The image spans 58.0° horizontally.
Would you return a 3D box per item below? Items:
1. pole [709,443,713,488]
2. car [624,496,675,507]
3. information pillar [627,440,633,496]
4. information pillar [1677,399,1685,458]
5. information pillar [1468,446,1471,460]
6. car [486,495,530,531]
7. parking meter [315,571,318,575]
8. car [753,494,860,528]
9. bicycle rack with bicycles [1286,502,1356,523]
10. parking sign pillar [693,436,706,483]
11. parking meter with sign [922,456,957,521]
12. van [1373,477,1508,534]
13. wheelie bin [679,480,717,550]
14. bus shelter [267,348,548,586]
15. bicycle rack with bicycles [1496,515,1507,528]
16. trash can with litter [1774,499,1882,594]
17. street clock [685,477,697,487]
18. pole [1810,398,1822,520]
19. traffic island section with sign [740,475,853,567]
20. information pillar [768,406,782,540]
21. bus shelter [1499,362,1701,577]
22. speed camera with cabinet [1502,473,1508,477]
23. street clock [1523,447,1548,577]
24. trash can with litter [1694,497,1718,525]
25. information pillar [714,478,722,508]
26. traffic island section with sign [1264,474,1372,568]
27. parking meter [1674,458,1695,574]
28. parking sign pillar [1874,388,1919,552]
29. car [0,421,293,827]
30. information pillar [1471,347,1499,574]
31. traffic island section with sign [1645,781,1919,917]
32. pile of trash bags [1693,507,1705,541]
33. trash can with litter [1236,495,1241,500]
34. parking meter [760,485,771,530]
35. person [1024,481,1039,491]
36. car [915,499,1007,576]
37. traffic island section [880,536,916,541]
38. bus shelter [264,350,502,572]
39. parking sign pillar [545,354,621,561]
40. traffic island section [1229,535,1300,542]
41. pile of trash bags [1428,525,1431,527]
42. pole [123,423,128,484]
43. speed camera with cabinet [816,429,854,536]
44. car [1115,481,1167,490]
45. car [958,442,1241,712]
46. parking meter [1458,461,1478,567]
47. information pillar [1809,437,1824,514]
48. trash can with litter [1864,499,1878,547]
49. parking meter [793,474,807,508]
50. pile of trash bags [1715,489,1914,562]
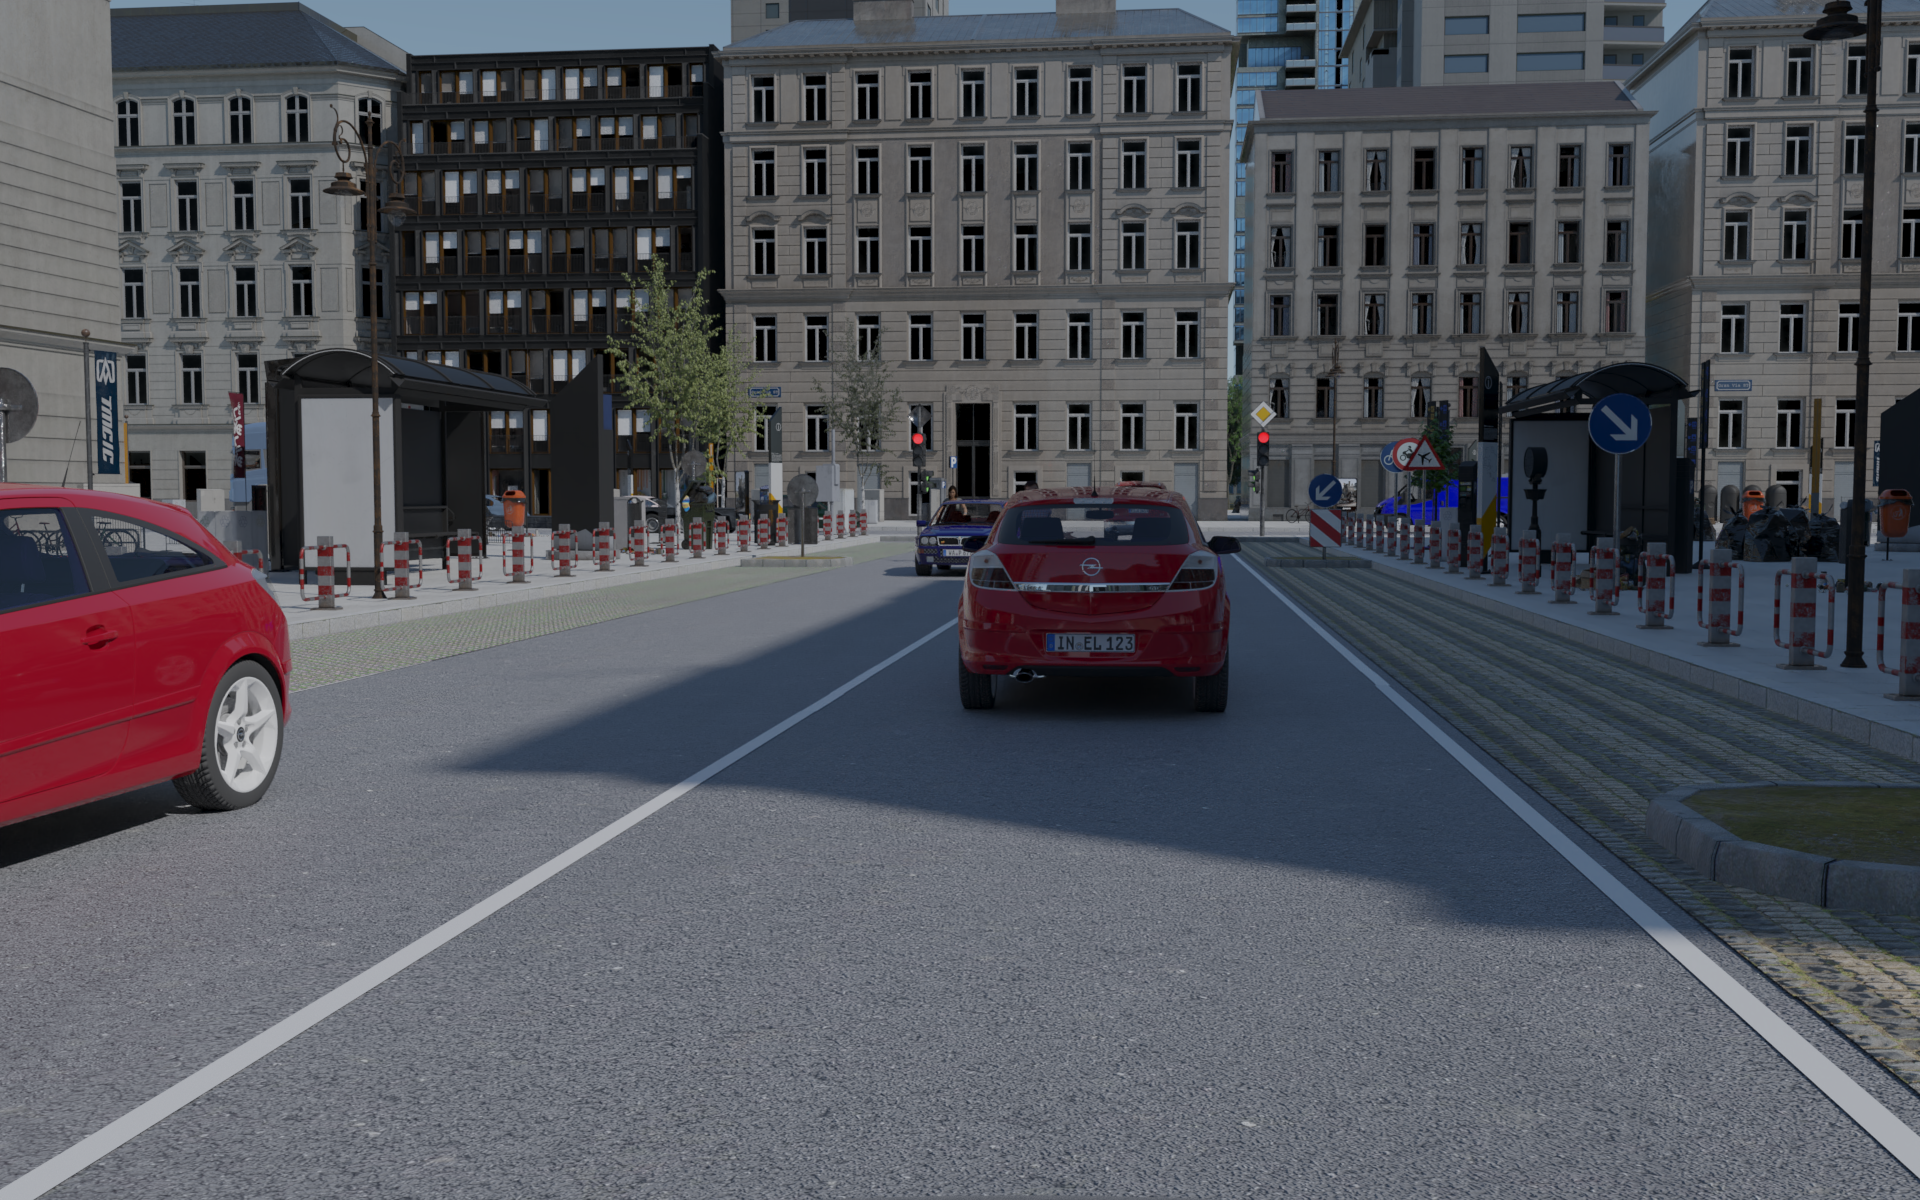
[{"bbox_3d":[-10.019,-4.641,69.721,0.158,3.312,0.155,0,3,0],"label":"pole"},{"bbox_3d":[-12.068,-3.326,66.739,4.827,1.381,2.083,1,4,9],"label":"car"},{"bbox_3d":[-14.270,-5.112,74.935,0.183,3.616,0.504,-2,4,-28],"label":"information pillar"},{"bbox_3d":[15.751,-2.858,38.090,0.504,3.616,0.183,-3,5,-41],"label":"information pillar"},{"bbox_3d":[21.918,-5.063,74.137,0.504,3.616,0.183,-2,4,-33],"label":"information pillar"},{"bbox_3d":[-19.063,-3.392,67.460,4.499,1.417,2.014,1,4,8],"label":"car"},{"bbox_3d":[-10.101,-1.175,27.619,0.372,1.533,0.369,0,3,0],"label":"parking meter"},{"bbox_3d":[-5.723,-3.402,65.401,4.222,1.686,2.009,0,4,6],"label":"car"},{"bbox_3d":[16.148,-3.828,75.962,2.852,0.926,2.925,-3,5,-40],"label":"bicycle rack with bicycles"},{"bbox_3d":[-12.308,-5.691,81.520,1.447,3.967,1.447,-1,4,-17],"label":"parking sign pillar"},{"bbox_3d":[-1.022,-5.145,80.388,1.738,3.016,0.543,2,4,33],"label":"parking meter with sign"},{"bbox_3d":[17.776,-3.597,63.194,5.245,2.365,2.240,0,4,8],"label":"van"},{"bbox_3d":[-6.034,-1.967,40.069,0.693,1.594,0.980,1,4,19],"label":"wheelie bin"},{"bbox_3d":[-8.302,-2.008,26.758,2.014,3.302,5.546,0,4,7],"label":"bus shelter"},{"bbox_3d":[14.780,-1.763,42.199,2.852,0.926,2.925,-2,4,-24],"label":"bicycle rack with bicycles"},{"bbox_3d":[11.736,-0.738,23.127,1.678,1.210,2.233,2,4,30],"label":"trash can with litter"},{"bbox_3d":[-11.126,-4.108,71.744,0.471,2.002,0.358,-3,5,-42],"label":"street clock"},{"bbox_3d":[18.302,-2.642,37.040,0.158,3.312,0.155,0,3,0],"label":"pole"},{"bbox_3d":[-3.196,-1.590,34.622,1.989,1.847,2.006,0,4,7],"label":"traffic island section with sign"},{"bbox_3d":[-4.905,-3.351,46.137,0.183,3.616,0.504,2,4,33],"label":"information pillar"},{"bbox_3d":[10.589,-2.163,29.287,2.014,3.302,5.546,0,4,7],"label":"bus shelter"},{"bbox_3d":[23.434,-5.003,76.138,2.038,3.252,0.660,1,4,19],"label":"speed camera with cabinet"},{"bbox_3d":[8.858,-1.353,26.695,0.358,2.002,0.471,0,4,0],"label":"street clock"},{"bbox_3d":[31.252,-3.754,72.757,1.055,1.170,0.624,1,4,10],"label":"trash can with litter"},{"bbox_3d":[-11.097,-4.594,79.600,0.304,2.012,0.304,-3,4,-38],"label":"information pillar"},{"bbox_3d":[7.064,-1.574,34.357,1.989,1.847,2.006,0,4,7],"label":"traffic island section with sign"},{"bbox_3d":[11.684,-1.363,27.991,0.255,1.863,0.399,3,4,38],"label":"parking meter"},{"bbox_3d":[21.306,-3.073,38.711,1.447,3.967,1.447,-3,5,-42],"label":"parking sign pillar"},{"bbox_3d":[-4.311,0.152,6.563,2.155,1.783,4.494,0,4,8],"label":"car"},{"bbox_3d":[8.455,-2.227,27.769,0.504,3.616,0.183,-3,5,-43],"label":"information pillar"},{"bbox_3d":[3.805,0.121,6.654,1.989,1.847,2.006,0,4,7],"label":"traffic island section with sign"},{"bbox_3d":[20.307,-2.321,47.694,3.447,1.369,1.912,1,4,13],"label":"pile of trash bags"},{"bbox_3d":[21.877,-7.567,135.106,0.624,1.170,1.055,0,4,-5],"label":"trash can with litter"},{"bbox_3d":[-5.415,-2.452,48.502,0.372,1.533,0.369,0,3,0],"label":"parking meter"},{"bbox_3d":[0.844,-0.585,20.023,0.963,1.587,0.435,-2,4,-24],"label":"person"},{"bbox_3d":[0.242,-1.161,31.569,1.945,1.354,3.894,0,4,8],"label":"car"},{"bbox_3d":[-1.280,-1.927,53.789,2.009,0.180,2.903,0,4,7],"label":"traffic island section"},{"bbox_3d":[-10.247,-2.452,31.375,1.731,3.624,6.357,0,4,7],"label":"bus shelter"},{"bbox_3d":[-7.425,-2.785,34.009,1.447,3.967,1.447,2,4,32],"label":"parking sign pillar"},{"bbox_3d":[9.189,-1.852,52.559,2.009,0.180,2.903,0,4,7],"label":"traffic island section"},{"bbox_3d":[19.190,-3.539,67.612,1.912,1.369,3.447,2,4,28],"label":"pile of trash bags"},{"bbox_3d":[-23.998,-3.419,49.741,0.158,3.312,0.155,0,3,0],"label":"pole"},{"bbox_3d":[-3.882,-3.637,53.806,0.660,3.252,2.038,1,4,15],"label":"speed camera with cabinet"},{"bbox_3d":[5.332,-2.603,51.225,2.281,1.827,5.304,0,4,7],"label":"car"},{"bbox_3d":[1.038,-0.238,12.937,2.155,1.783,4.494,0,4,6],"label":"car"},{"bbox_3d":[8.897,-1.508,30.373,0.255,1.863,0.399,2,4,30],"label":"parking meter"},{"bbox_3d":[35.144,-4.877,71.089,0.504,3.616,0.183,2,4,32],"label":"information pillar"},{"bbox_3d":[21.972,-1.886,42.228,0.624,1.170,1.055,3,4,36],"label":"trash can with litter"},{"bbox_3d":[-4.573,-2.684,49.603,0.255,1.863,0.399,2,4,33],"label":"parking meter"},{"bbox_3d":[16.486,-1.441,33.312,3.447,1.369,1.912,0,4,6],"label":"pile of trash bags"}]
